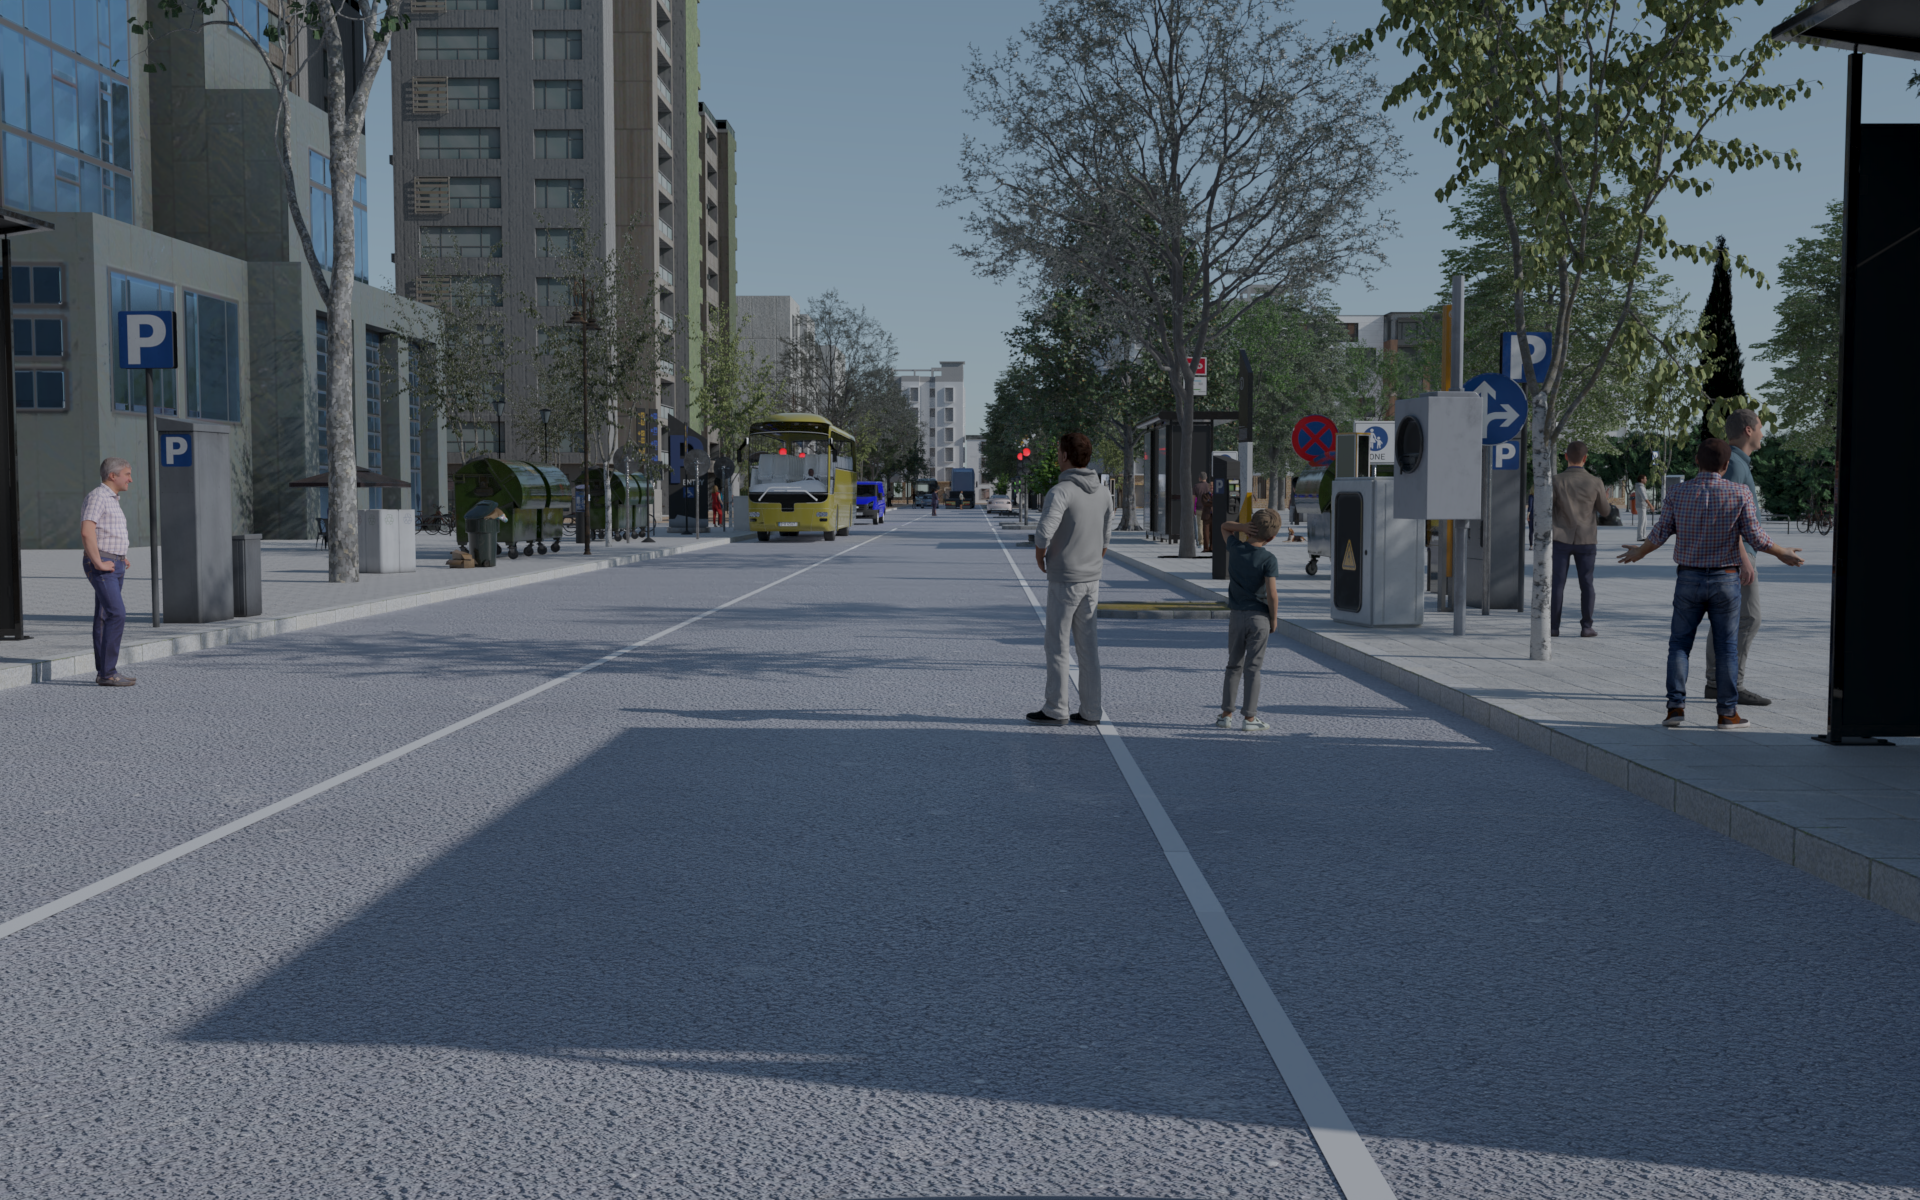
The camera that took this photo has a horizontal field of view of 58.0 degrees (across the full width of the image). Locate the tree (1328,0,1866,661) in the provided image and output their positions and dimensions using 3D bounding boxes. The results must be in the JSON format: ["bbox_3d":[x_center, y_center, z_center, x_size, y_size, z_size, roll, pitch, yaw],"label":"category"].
[{"bbox_3d":[4.507,-3.826,12.919,4.737,8.622,4.395,0,3,0],"label":"tree"}]

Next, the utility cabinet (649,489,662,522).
[{"bbox_3d":[-14.155,-4.309,79.130,0.318,1.500,1.173,3,4,39],"label":"utility cabinet"}]

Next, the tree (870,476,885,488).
[{"bbox_3d":[-7.969,-10.440,165.287,1.663,3.219,1.824,0,3,0],"label":"tree"}]

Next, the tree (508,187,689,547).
[{"bbox_3d":[-8.508,-5.587,41.705,4.360,8.622,3.978,0,3,0],"label":"tree"}]

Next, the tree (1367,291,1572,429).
[{"bbox_3d":[25.907,-9.723,84.724,9.928,11.665,9.643,0,3,0],"label":"tree"}]

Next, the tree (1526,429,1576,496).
[{"bbox_3d":[45.663,-10.736,138.438,11.467,7.101,20.602,0,4,3],"label":"tree"}]

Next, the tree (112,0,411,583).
[{"bbox_3d":[-8.158,-10.396,25.858,12.611,20.169,13.585,0,3,0],"label":"tree"}]

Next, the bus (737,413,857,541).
[{"bbox_3d":[-4.985,-3.950,56.128,2.896,3.916,12.252,0,4,0],"label":"bus"}]

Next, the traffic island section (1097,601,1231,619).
[{"bbox_3d":[2.341,0.123,20.860,1.991,0.108,1.994,0,4,0],"label":"traffic island section"}]

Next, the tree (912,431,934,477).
[{"bbox_3d":[-6.912,-17.496,220.475,8.767,10.594,7.601,3,4,36],"label":"tree"}]

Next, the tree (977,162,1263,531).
[{"bbox_3d":[5.795,-8.760,60.232,9.611,12.733,9.660,0,3,0],"label":"tree"}]

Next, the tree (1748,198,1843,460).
[{"bbox_3d":[32.700,-8.864,63.051,7.486,12.596,7.792,0,3,0],"label":"tree"}]

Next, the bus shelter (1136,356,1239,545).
[{"bbox_3d":[6.110,-4.305,48.025,2.179,5.291,8.768,0,4,0],"label":"bus shelter"}]

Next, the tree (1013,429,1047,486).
[{"bbox_3d":[6.364,-11.341,135.789,4.360,8.622,3.978,0,3,0],"label":"tree"}]

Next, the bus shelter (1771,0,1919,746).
[{"bbox_3d":[4.933,-0.887,5.784,1.731,3.624,6.357,0,4,0],"label":"bus shelter"}]

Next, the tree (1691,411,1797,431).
[{"bbox_3d":[54.495,-9.607,119.984,20.602,7.101,11.467,1,4,11],"label":"tree"}]

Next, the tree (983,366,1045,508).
[{"bbox_3d":[6.596,-15.738,163.965,9.857,13.997,8.962,0,3,0],"label":"tree"}]

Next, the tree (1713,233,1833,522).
[{"bbox_3d":[44.910,-11.306,86.667,18.604,14.587,13.155,-2,4,-34],"label":"tree"}]

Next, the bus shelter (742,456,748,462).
[{"bbox_3d":[-9.212,-5.509,84.002,2.014,3.302,5.546,0,4,0],"label":"bus shelter"}]

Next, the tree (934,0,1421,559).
[{"bbox_3d":[4.458,-7.582,34.336,12.009,13.543,11.850,0,3,0],"label":"tree"}]

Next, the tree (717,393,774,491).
[{"bbox_3d":[-14.574,-10.316,119.027,4.360,8.622,3.978,0,3,0],"label":"tree"}]

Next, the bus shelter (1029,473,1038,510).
[{"bbox_3d":[6.261,-9.238,142.323,1.731,3.624,6.357,0,4,0],"label":"bus shelter"}]

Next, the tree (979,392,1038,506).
[{"bbox_3d":[5.445,-16.696,191.103,7.486,12.596,7.792,0,3,0],"label":"tree"}]

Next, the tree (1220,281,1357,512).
[{"bbox_3d":[18.221,-11.890,101.056,9.857,13.997,8.962,0,3,0],"label":"tree"}]

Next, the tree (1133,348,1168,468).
[{"bbox_3d":[14.727,-12.112,116.160,7.486,12.596,7.792,0,3,0],"label":"tree"}]

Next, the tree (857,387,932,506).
[{"bbox_3d":[-7.617,-16.188,181.678,9.611,12.733,9.660,0,3,0],"label":"tree"}]

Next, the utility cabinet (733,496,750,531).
[{"bbox_3d":[-7.521,-3.030,60.702,1.020,1.237,0.306,3,5,44],"label":"utility cabinet"}]

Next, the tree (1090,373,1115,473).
[{"bbox_3d":[12.505,-13.572,147.660,9.928,11.665,9.643,0,3,0],"label":"tree"}]

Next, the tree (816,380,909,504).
[{"bbox_3d":[-8.343,-12.472,138.327,7.601,10.594,8.767,0,4,2],"label":"tree"}]

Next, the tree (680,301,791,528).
[{"bbox_3d":[-8.698,-7.064,65.851,4.737,8.622,4.395,0,3,0],"label":"tree"}]

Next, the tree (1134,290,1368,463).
[{"bbox_3d":[13.879,-9.850,86.800,9.928,11.665,9.643,0,3,0],"label":"tree"}]

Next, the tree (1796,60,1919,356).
[{"bbox_3d":[23.616,-6.411,39.238,8.767,10.594,7.601,1,4,22],"label":"tree"}]

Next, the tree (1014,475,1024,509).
[{"bbox_3d":[5.666,-9.634,152.116,1.663,3.219,1.824,0,3,0],"label":"tree"}]

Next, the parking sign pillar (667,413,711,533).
[{"bbox_3d":[-9.005,-4.214,57.366,1.447,3.967,1.447,-1,4,-11],"label":"parking sign pillar"}]

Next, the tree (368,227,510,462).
[{"bbox_3d":[-13.673,-5.932,47.343,4.360,8.622,3.978,0,3,0],"label":"tree"}]

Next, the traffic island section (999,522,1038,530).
[{"bbox_3d":[2.718,-2.964,70.742,2.009,0.180,2.903,0,4,0],"label":"traffic island section"}]

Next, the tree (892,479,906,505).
[{"bbox_3d":[-7.473,-13.377,213.316,1.663,3.219,1.824,0,3,0],"label":"tree"}]

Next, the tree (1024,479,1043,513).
[{"bbox_3d":[5.788,-7.698,120.460,1.663,3.219,1.824,0,3,0],"label":"tree"}]

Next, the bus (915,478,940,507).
[{"bbox_3d":[-3.818,-12.494,199.129,2.948,3.499,13.247,0,4,-1],"label":"bus"}]

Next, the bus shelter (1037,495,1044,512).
[{"bbox_3d":[6.654,-9.222,128.415,2.179,5.291,8.768,0,4,0],"label":"bus shelter"}]

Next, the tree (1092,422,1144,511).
[{"bbox_3d":[12.629,-11.651,140.863,4.737,8.622,4.395,0,3,0],"label":"tree"}]

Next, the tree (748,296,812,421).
[{"bbox_3d":[-7.550,-11.798,103.274,12.009,13.543,11.850,0,3,0],"label":"tree"}]

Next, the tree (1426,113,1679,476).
[{"bbox_3d":[17.730,-8.205,52.274,7.486,12.596,7.792,0,3,0],"label":"tree"}]

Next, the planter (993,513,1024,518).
[{"bbox_3d":[2.956,-5.030,103.384,1.991,0.319,1.994,0,4,0],"label":"planter"}]

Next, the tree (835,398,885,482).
[{"bbox_3d":[-7.569,-10.833,127.476,4.737,8.622,4.395,0,3,0],"label":"tree"}]

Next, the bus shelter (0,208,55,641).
[{"bbox_3d":[-8.741,-1.273,12.098,1.731,3.624,6.357,0,4,0],"label":"bus shelter"}]
